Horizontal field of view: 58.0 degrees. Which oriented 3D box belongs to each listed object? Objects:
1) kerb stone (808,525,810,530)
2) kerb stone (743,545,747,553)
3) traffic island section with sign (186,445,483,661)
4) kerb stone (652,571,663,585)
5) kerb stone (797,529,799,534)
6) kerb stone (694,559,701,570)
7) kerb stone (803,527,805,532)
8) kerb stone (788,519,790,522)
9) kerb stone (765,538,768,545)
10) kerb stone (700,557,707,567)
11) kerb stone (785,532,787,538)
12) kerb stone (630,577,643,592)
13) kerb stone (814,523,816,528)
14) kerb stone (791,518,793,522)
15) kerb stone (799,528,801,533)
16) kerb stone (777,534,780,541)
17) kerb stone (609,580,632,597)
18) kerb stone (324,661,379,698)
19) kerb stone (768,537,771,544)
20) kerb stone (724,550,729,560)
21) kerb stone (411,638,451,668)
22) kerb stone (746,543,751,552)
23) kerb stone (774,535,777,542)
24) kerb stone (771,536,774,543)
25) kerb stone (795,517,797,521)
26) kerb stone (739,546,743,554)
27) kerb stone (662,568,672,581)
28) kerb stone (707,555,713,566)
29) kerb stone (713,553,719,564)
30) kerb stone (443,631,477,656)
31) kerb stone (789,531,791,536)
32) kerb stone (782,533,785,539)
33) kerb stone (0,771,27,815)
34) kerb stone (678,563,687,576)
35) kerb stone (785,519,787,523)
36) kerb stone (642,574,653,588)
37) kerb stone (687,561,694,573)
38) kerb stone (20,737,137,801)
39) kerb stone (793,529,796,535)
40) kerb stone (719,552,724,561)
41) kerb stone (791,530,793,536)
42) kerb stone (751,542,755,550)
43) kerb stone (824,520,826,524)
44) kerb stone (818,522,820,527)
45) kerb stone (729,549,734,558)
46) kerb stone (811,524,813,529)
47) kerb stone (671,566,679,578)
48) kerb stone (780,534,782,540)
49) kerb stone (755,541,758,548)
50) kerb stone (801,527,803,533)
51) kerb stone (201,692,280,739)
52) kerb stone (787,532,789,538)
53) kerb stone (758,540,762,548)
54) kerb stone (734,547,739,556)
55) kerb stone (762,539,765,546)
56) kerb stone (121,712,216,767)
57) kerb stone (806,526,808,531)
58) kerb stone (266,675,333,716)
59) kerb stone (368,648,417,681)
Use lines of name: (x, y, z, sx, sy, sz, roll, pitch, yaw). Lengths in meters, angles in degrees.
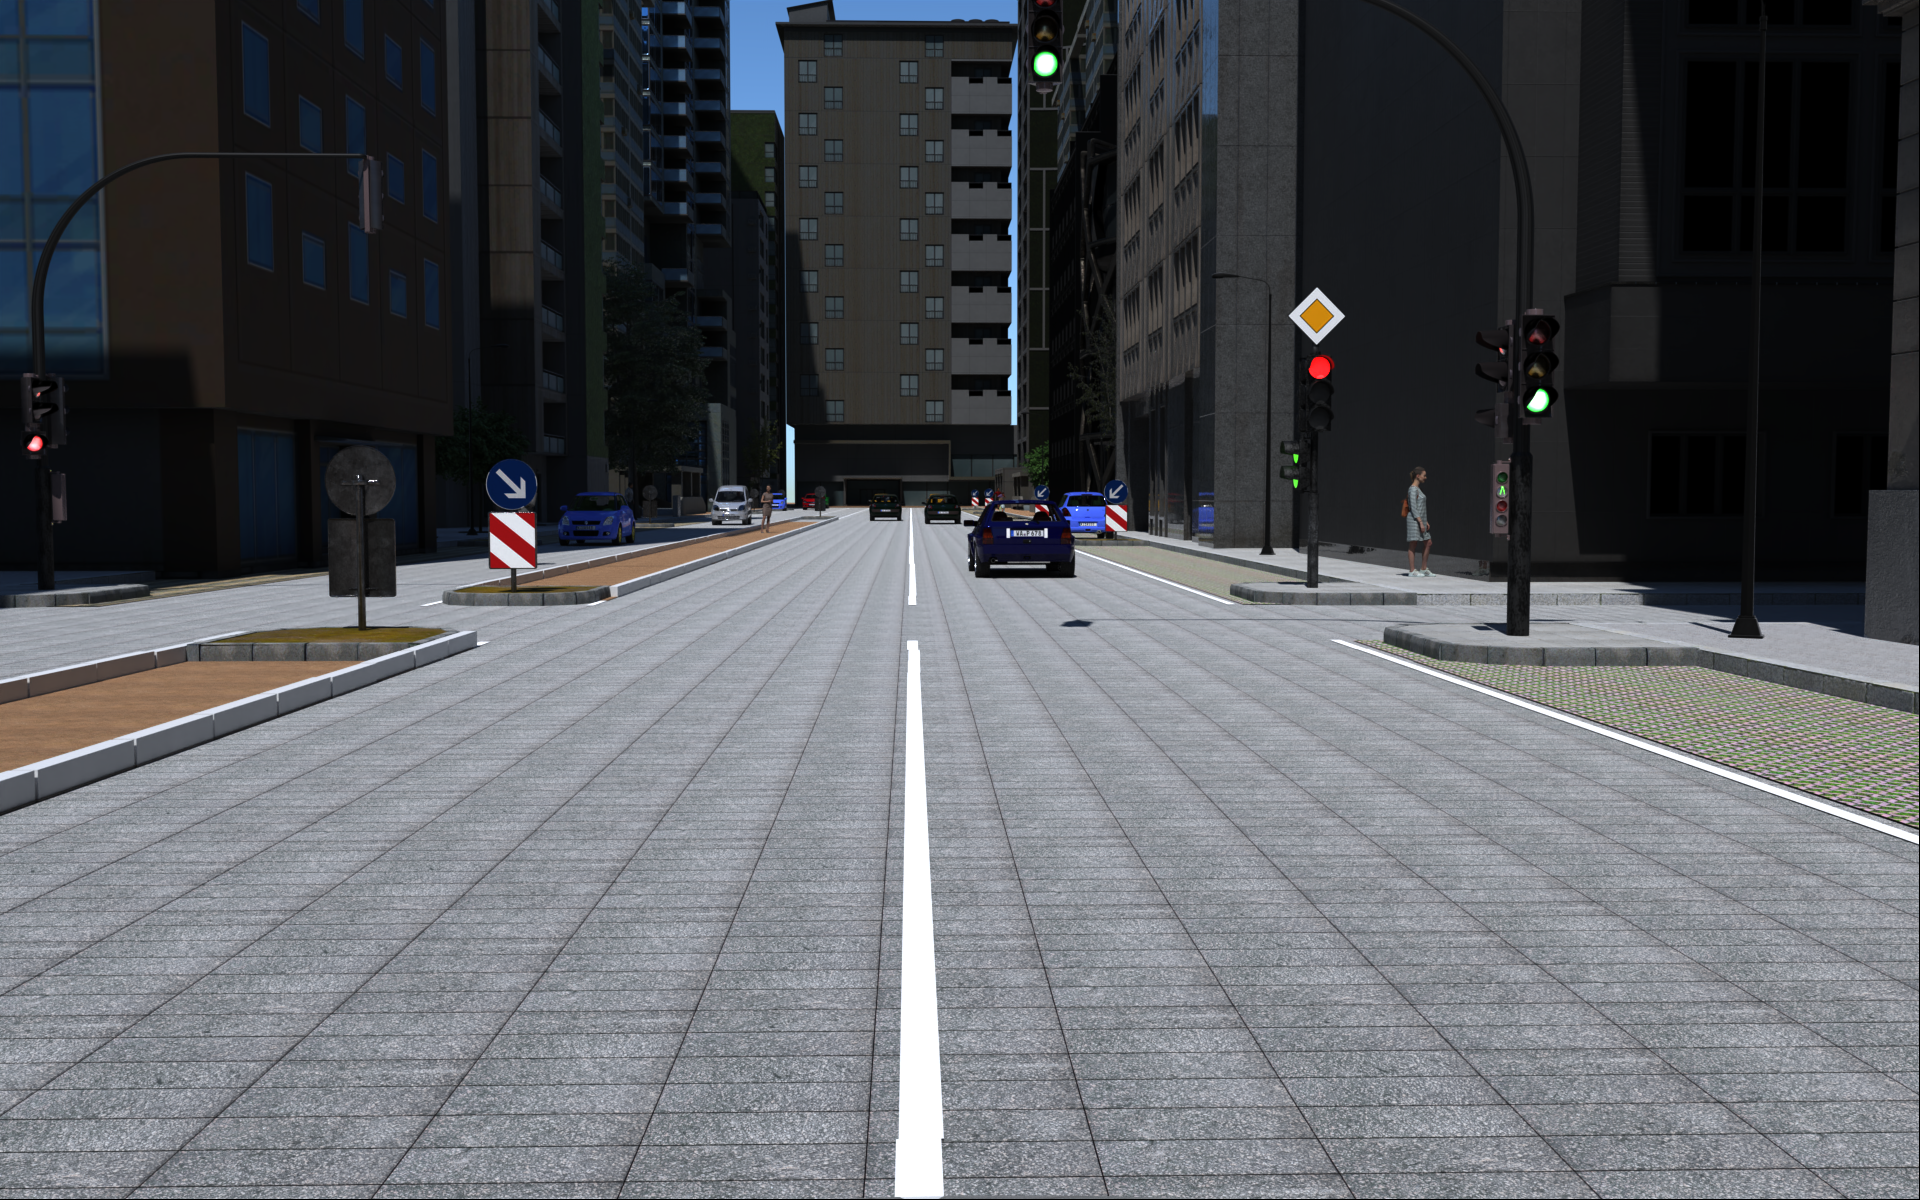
kerb stone: (-6.045, -2.773, 67.548, 0.120, 0.150, 1.000, 0, 4, -2)
kerb stone: (-5.315, -1.203, 41.906, 0.120, 0.150, 1.000, 0, 4, -2)
traffic island section with sign: (-5.618, -0.462, 15.684, 2.006, 1.907, 1.989, 0, 4, -2)
kerb stone: (-4.908, -0.328, 27.567, 0.120, 0.150, 1.000, 0, 4, -2)
kerb stone: (-5.877, -2.397, 61.394, 0.120, 0.150, 1.000, 0, 4, -2)
kerb stone: (-5.059, -0.640, 32.682, 0.120, 0.150, 1.000, 0, 4, -2)
kerb stone: (-5.950, -2.582, 64.464, 0.120, 0.150, 1.000, 0, 4, -2)
kerb stone: (-8.671, -3.896, 85.983, 0.120, 0.150, 1.000, 0, 4, -2)
kerb stone: (-5.496, -1.582, 48.064, 0.120, 0.150, 1.000, 0, 4, -2)
kerb stone: (-5.088, -0.704, 33.713, 0.120, 0.150, 1.000, 0, 4, -2)
kerb stone: (-5.704, -2.021, 55.239, 0.120, 0.150, 1.000, 0, 4, -2)
kerb stone: (-4.848, -0.203, 25.522, 0.120, 0.150, 1.000, 0, 4, -2)
kerb stone: (-6.161, -3.025, 71.651, 0.120, 0.150, 1.000, 0, 4, -2)
kerb stone: (-8.735, -4.027, 88.029, 0.120, 0.150, 1.000, 0, 4, -2)
kerb stone: (-5.898, -2.459, 62.420, 0.120, 0.150, 1.000, 0, 4, -2)
kerb stone: (-5.604, -1.833, 52.171, 0.120, 0.150, 1.000, 0, 4, -2)
kerb stone: (-4.819, -0.141, 24.500, 0.120, 0.150, 1.000, 0, 4, -2)
kerb stone: (-4.480, 0.587, 12.662, 0.120, 0.150, 1.000, 0, 4, -2)
kerb stone: (-5.522, -1.645, 49.091, 0.120, 0.150, 1.000, 0, 4, -2)
kerb stone: (-5.211, -0.951, 37.806, 0.120, 0.150, 1.000, 0, 4, -2)
kerb stone: (-4.538, 0.458, 14.704, 0.120, 0.150, 1.000, 0, 4, -2)
kerb stone: (-5.342, -1.267, 42.940, 0.120, 0.150, 1.000, 0, 4, -2)
kerb stone: (-5.579, -1.771, 51.149, 0.120, 0.150, 1.000, 0, 4, -2)
kerb stone: (-5.547, -1.708, 50.128, 0.120, 0.150, 1.000, 0, 4, -2)
kerb stone: (-8.815, -4.214, 91.100, 0.120, 0.150, 1.000, 0, 4, -2)
kerb stone: (-5.288, -1.137, 40.881, 0.120, 0.150, 1.000, 0, 4, -2)
kerb stone: (-4.934, -0.391, 28.589, 0.120, 0.150, 1.000, 0, 4, -2)
kerb stone: (-5.115, -0.767, 34.735, 0.120, 0.150, 1.000, 0, 4, -2)
kerb stone: (-5.143, -0.829, 35.762, 0.120, 0.150, 1.000, 0, 4, -2)
kerb stone: (-4.572, 0.395, 15.729, 0.120, 0.150, 1.000, 0, 4, -2)
kerb stone: (-5.755, -2.147, 57.292, 0.120, 0.150, 1.000, 0, 4, -2)
kerb stone: (-5.670, -1.958, 54.217, 0.120, 0.150, 1.000, 0, 4, -2)
kerb stone: (-4.341, 0.896, 7.540, 0.120, 0.150, 1.000, 0, 4, -2)
kerb stone: (-4.999, -0.516, 30.638, 0.120, 0.150, 1.000, 0, 4, -2)
kerb stone: (-8.610, -3.773, 83.939, 0.120, 0.150, 1.000, 0, 4, -2)
kerb stone: (-4.882, -0.266, 26.543, 0.120, 0.150, 1.000, 0, 4, -2)
kerb stone: (-5.023, -0.579, 31.660, 0.120, 0.150, 1.000, 0, 4, -2)
kerb stone: (-4.367, 0.836, 8.564, 0.120, 0.150, 1.000, 0, 4, -2)
kerb stone: (-5.813, -2.268, 59.345, 0.120, 0.150, 1.000, 0, 4, -2)
kerb stone: (-5.171, -0.892, 36.784, 0.120, 0.150, 1.000, 0, 4, -2)
kerb stone: (-5.788, -2.207, 58.323, 0.120, 0.150, 1.000, 0, 4, -2)
kerb stone: (-5.373, -1.331, 43.962, 0.120, 0.150, 1.000, 0, 4, -2)
kerb stone: (-6.398, -3.525, 79.836, 0.120, 0.150, 1.000, 0, 4, -2)
kerb stone: (-6.250, -3.213, 74.721, 0.120, 0.150, 1.000, 0, 4, -2)
kerb stone: (-5.226, -1.017, 38.835, 0.120, 0.150, 1.000, 0, 4, -2)
kerb stone: (-6.103, -2.900, 69.603, 0.120, 0.150, 1.000, 0, 4, -2)
kerb stone: (-4.968, -0.453, 29.611, 0.120, 0.150, 1.000, 0, 4, -2)
kerb stone: (-5.640, -1.896, 53.194, 0.120, 0.150, 1.000, 0, 4, -2)
kerb stone: (-5.406, -1.394, 44.992, 0.120, 0.150, 1.000, 0, 4, -2)
kerb stone: (-5.939, -2.520, 63.442, 0.120, 0.150, 1.000, 0, 4, -2)
kerb stone: (-4.427, 0.709, 10.607, 0.120, 0.150, 1.000, 0, 4, -2)
kerb stone: (-5.723, -2.079, 56.270, 0.120, 0.150, 1.000, 0, 4, -2)
kerb stone: (-5.433, -1.457, 46.020, 0.120, 0.150, 1.000, 0, 4, -2)
kerb stone: (-5.265, -1.080, 39.856, 0.120, 0.150, 1.000, 0, 4, -2)
kerb stone: (-5.464, -1.520, 47.042, 0.120, 0.150, 1.000, 0, 4, -2)
kerb stone: (-4.394, 0.772, 9.585, 0.120, 0.150, 1.000, 0, 4, -2)
kerb stone: (-6.014, -2.711, 66.515, 0.120, 0.150, 1.000, 0, 4, -2)
kerb stone: (-4.457, 0.646, 11.640, 0.120, 0.150, 1.000, 0, 4, -2)
kerb stone: (-4.518, 0.523, 13.683, 0.120, 0.150, 1.000, 0, 4, -2)
